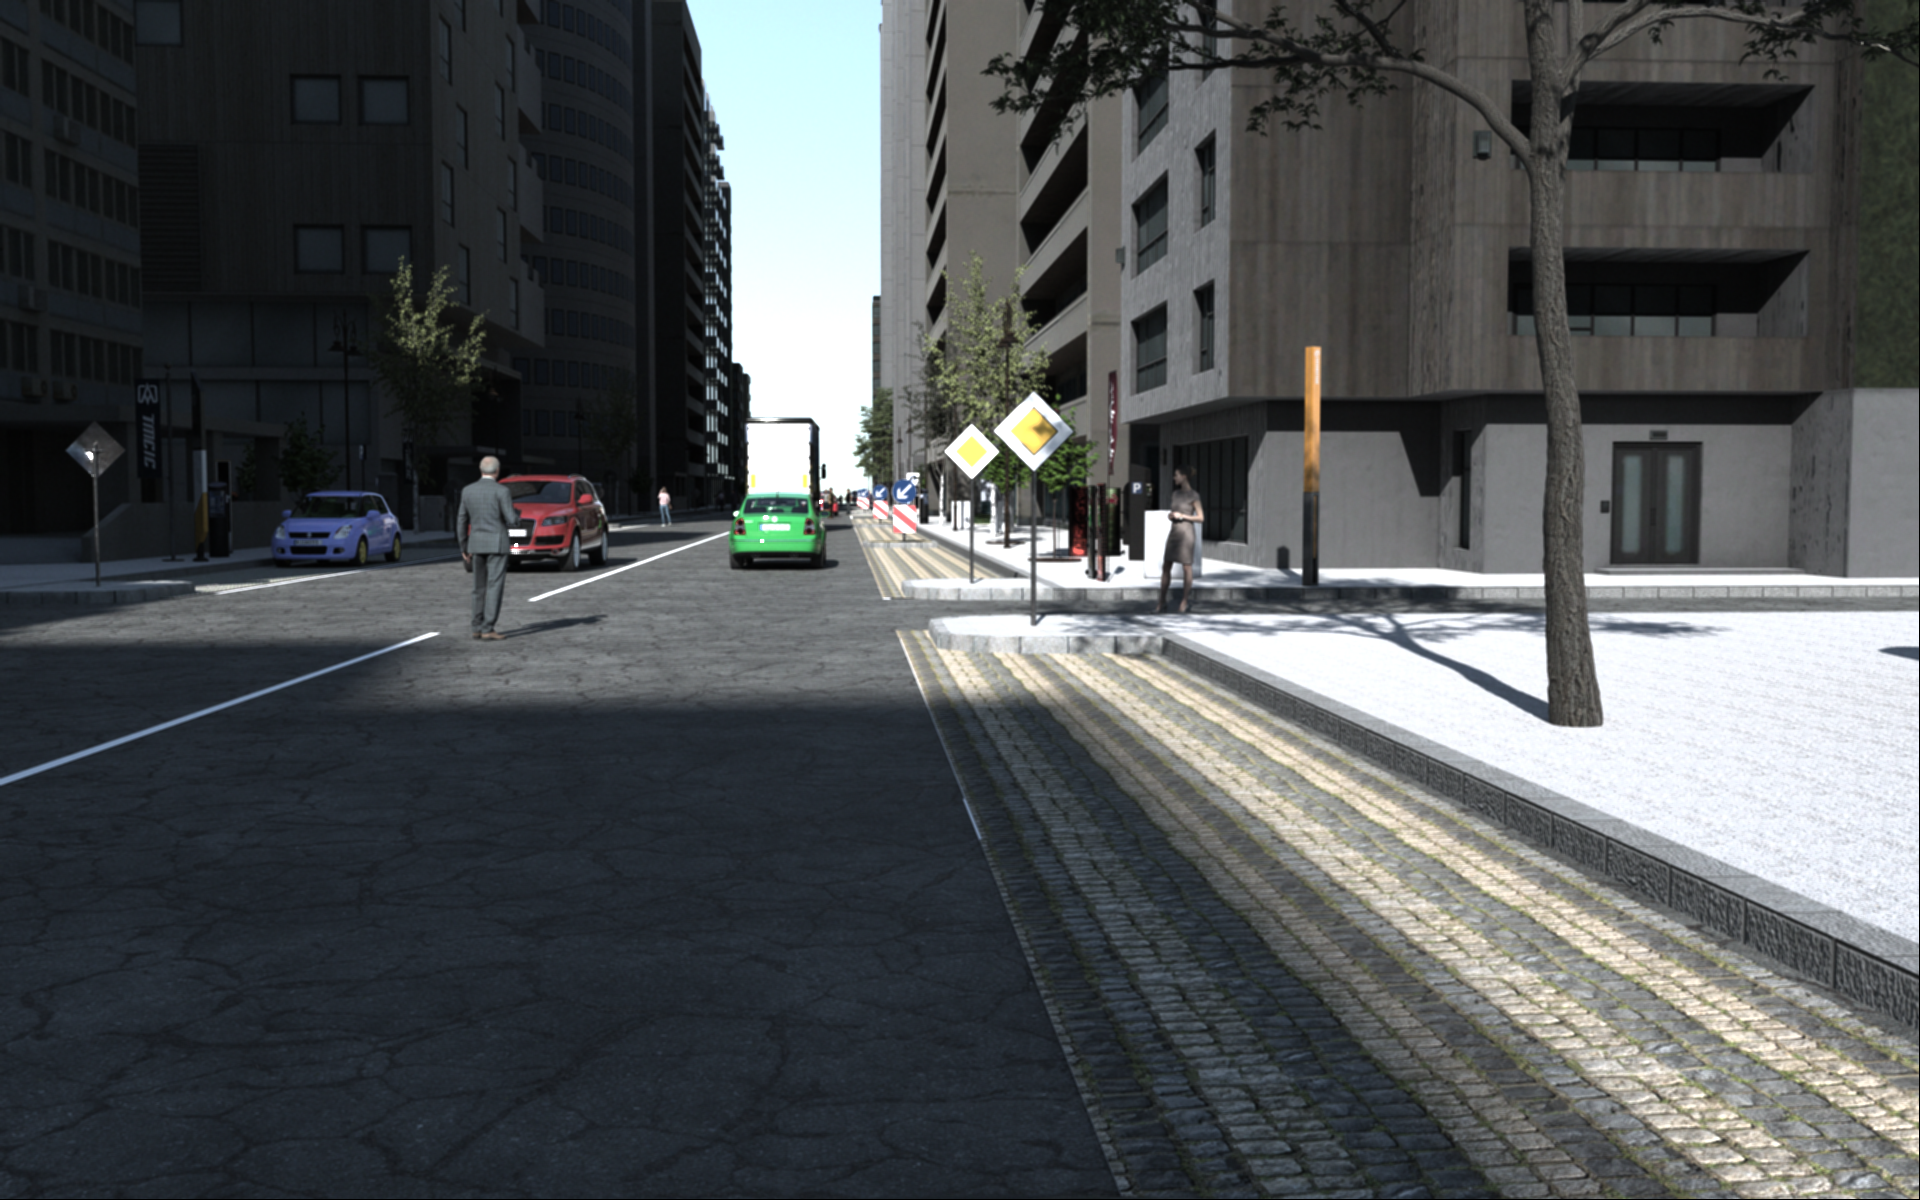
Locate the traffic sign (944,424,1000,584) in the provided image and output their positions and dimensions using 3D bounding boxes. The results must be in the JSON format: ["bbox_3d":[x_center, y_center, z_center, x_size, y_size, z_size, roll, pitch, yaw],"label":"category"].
[{"bbox_3d":[0.166,-1.292,24.773,0.795,2.450,0.064,0,4,-4],"label":"traffic sign"}]

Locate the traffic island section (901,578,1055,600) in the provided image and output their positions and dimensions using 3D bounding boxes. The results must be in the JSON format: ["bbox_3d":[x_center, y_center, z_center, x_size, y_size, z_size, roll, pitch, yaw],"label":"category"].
[{"bbox_3d":[0.189,-0.157,24.852,2.009,0.180,2.903,0,4,-4],"label":"traffic island section"}]

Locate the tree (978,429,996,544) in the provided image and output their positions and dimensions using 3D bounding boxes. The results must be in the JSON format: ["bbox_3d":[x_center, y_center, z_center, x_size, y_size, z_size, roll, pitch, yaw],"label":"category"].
[{"bbox_3d":[1.296,-3.065,44.716,1.663,3.219,1.824,0,3,0],"label":"tree"}]

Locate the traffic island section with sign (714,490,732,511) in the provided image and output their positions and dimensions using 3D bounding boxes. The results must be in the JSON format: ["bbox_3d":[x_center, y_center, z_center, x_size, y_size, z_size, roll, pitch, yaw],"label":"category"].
[{"bbox_3d":[-20.642,-8.658,150.180,1.989,1.847,2.006,0,4,-4],"label":"traffic island section with sign"}]

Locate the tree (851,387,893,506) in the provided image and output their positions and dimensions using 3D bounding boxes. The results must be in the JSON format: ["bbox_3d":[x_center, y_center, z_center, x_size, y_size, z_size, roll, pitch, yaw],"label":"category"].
[{"bbox_3d":[-7.720,-16.245,183.728,7.486,12.596,7.792,0,3,0],"label":"tree"}]

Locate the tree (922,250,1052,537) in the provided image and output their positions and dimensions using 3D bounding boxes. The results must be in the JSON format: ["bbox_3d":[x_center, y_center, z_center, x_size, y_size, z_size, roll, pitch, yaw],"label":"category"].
[{"bbox_3d":[0.974,-6.210,51.904,4.737,8.622,4.395,0,3,0],"label":"tree"}]

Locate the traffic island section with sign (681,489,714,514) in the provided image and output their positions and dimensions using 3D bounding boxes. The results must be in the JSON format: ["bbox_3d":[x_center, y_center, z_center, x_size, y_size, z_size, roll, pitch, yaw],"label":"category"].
[{"bbox_3d":[-18.788,-7.013,123.289,1.989,1.847,2.006,0,4,-4],"label":"traffic island section with sign"}]

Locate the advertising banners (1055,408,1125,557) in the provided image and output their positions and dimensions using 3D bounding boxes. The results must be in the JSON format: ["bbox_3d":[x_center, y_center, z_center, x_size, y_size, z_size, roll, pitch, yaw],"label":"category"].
[{"bbox_3d":[2.466,-2.396,35.358,2.074,3.025,0.090,-2,4,-27],"label":"advertising banners"}]

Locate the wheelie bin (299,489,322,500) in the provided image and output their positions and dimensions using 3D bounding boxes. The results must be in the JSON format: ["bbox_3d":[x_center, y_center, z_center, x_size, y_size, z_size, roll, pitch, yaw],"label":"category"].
[{"bbox_3d":[-23.304,-3.324,62.259,0.693,1.594,0.980,-3,5,-41],"label":"wheelie bin"}]

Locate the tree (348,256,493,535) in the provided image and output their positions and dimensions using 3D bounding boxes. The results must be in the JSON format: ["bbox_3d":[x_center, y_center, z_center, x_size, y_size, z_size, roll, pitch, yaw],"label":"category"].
[{"bbox_3d":[-16.987,-6.379,54.654,4.737,8.622,4.395,0,3,0],"label":"tree"}]

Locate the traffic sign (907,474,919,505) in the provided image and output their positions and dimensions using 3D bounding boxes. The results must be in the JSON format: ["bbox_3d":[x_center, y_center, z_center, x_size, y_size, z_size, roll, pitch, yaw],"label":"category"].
[{"bbox_3d":[-2.283,-5.039,84.514,0.606,2.300,0.079,0,4,5],"label":"traffic sign"}]

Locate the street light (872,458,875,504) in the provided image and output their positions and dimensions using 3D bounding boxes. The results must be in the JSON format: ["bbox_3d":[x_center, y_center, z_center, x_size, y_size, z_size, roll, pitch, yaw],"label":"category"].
[{"bbox_3d":[-9.840,-13.909,200.204,0.468,5.910,1.993,0,4,-4],"label":"street light"}]

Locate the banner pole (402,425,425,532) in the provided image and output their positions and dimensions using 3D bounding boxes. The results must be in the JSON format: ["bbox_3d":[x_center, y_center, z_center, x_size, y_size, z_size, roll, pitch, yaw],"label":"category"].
[{"bbox_3d":[-18.373,-4.164,58.096,0.863,3.779,0.401,2,4,24],"label":"banner pole"}]

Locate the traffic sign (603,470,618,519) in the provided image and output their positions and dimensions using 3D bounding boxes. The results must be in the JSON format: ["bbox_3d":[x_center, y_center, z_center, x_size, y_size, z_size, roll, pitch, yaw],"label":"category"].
[{"bbox_3d":[-18.183,-5.502,90.057,0.768,2.556,0.104,0,4,5],"label":"traffic sign"}]

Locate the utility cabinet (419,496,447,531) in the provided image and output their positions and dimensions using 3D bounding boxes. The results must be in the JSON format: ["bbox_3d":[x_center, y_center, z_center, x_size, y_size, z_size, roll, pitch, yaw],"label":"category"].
[{"bbox_3d":[-18.320,-3.004,60.277,0.306,1.237,1.020,2,4,29],"label":"utility cabinet"}]

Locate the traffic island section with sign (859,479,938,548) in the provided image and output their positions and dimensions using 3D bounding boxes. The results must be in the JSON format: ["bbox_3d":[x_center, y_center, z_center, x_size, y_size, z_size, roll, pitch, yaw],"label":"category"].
[{"bbox_3d":[-1.633,-2.329,46.702,1.989,1.847,2.006,0,4,-4],"label":"traffic island section with sign"}]

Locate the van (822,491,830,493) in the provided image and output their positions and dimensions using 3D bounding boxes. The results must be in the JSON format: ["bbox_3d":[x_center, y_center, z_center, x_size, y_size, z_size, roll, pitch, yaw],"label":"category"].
[{"bbox_3d":[-17.714,-13.632,229.894,2.013,2.044,4.112,0,4,-4],"label":"van"}]

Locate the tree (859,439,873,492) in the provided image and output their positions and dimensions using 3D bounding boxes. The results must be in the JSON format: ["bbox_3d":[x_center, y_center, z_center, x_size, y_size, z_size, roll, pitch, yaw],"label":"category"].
[{"bbox_3d":[-9.101,-14.703,190.754,4.360,8.622,3.978,0,3,0],"label":"tree"}]

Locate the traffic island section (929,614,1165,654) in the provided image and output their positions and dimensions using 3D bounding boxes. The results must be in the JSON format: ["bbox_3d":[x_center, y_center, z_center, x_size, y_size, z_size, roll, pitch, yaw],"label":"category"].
[{"bbox_3d":[0.735,0.330,16.886,2.009,0.180,2.903,0,4,-4],"label":"traffic island section"}]

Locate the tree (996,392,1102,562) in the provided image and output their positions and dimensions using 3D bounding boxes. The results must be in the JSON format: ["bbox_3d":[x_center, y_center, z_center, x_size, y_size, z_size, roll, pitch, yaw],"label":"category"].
[{"bbox_3d":[1.932,-2.348,32.989,1.663,3.219,1.824,0,3,0],"label":"tree"}]

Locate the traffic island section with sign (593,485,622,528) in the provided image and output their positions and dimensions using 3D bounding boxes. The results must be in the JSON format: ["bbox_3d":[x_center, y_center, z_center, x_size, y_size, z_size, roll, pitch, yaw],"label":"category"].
[{"bbox_3d":[-15.353,-3.944,73.105,1.989,1.847,2.006,0,4,-4],"label":"traffic island section with sign"}]

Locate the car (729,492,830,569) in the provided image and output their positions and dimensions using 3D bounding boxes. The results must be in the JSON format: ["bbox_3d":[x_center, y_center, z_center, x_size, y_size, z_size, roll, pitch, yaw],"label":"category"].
[{"bbox_3d":[-3.562,-1.561,34.324,1.959,1.807,4.718,0,4,-3],"label":"car"}]

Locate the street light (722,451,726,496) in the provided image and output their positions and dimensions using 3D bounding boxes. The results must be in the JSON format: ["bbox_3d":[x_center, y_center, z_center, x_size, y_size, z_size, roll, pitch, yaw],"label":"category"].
[{"bbox_3d":[-24.934,-12.877,183.325,0.468,5.910,1.993,0,4,-4],"label":"street light"}]

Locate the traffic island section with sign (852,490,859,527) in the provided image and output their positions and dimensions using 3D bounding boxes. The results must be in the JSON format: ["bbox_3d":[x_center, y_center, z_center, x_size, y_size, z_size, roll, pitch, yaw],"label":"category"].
[{"bbox_3d":[-3.550,-4.028,74.490,1.989,1.847,2.006,0,4,-4],"label":"traffic island section with sign"}]

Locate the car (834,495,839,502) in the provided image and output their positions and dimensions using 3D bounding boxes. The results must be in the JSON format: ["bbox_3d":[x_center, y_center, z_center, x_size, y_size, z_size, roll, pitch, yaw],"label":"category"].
[{"bbox_3d":[-11.433,-8.460,150.321,2.014,1.417,4.499,0,4,-4],"label":"car"}]

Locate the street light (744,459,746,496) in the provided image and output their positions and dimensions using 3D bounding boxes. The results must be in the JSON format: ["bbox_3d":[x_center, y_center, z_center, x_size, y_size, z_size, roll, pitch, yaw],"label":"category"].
[{"bbox_3d":[-27.572,-15.261,222.296,0.468,5.910,1.993,0,4,-4],"label":"street light"}]

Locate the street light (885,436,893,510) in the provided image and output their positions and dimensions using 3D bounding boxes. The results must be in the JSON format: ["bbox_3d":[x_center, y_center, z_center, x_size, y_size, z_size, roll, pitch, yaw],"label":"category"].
[{"bbox_3d":[-5.511,-10.060,137.276,0.468,5.910,1.993,0,4,-4],"label":"street light"}]

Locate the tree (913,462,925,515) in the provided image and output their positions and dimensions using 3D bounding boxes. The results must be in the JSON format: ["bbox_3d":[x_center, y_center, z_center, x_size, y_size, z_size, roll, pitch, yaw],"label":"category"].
[{"bbox_3d":[-2.326,-6.690,103.988,1.663,3.219,1.824,0,3,0],"label":"tree"}]

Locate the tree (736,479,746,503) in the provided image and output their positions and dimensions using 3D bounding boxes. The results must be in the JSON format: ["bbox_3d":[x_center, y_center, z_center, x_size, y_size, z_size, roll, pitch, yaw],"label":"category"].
[{"bbox_3d":[-28.105,-14.121,225.479,1.663,3.219,1.824,0,3,0],"label":"tree"}]

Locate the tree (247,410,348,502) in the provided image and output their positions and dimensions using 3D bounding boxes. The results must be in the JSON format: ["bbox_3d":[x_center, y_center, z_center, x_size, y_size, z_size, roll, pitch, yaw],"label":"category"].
[{"bbox_3d":[-15.112,-2.764,39.794,1.663,3.219,1.824,0,3,0],"label":"tree"}]

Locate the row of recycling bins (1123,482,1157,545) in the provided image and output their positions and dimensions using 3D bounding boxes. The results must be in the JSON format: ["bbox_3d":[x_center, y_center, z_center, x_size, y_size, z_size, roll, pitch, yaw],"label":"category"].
[{"bbox_3d":[5.872,-2.240,43.730,3.534,1.692,1.069,0,4,-1],"label":"row of recycling bins"}]

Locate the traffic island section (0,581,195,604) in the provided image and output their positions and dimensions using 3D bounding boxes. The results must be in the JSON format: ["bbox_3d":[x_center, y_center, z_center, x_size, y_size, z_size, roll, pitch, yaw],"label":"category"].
[{"bbox_3d":[-11.974,-0.107,24.026,2.009,0.180,2.903,0,4,-4],"label":"traffic island section"}]

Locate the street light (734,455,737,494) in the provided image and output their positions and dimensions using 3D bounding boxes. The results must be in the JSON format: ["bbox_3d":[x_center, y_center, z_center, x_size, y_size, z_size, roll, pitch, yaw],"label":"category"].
[{"bbox_3d":[-26.273,-14.072,202.859,0.468,5.910,1.993,0,4,-4],"label":"street light"}]

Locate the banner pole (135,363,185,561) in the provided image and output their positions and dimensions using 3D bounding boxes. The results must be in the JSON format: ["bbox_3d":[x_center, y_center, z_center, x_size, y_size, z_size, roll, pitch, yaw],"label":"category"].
[{"bbox_3d":[-15.301,-2.632,33.053,0.863,3.779,0.401,0,4,-3],"label":"banner pole"}]

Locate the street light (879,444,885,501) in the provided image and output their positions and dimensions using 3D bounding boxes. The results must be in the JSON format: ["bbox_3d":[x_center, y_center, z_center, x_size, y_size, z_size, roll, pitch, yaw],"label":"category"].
[{"bbox_3d":[-6.793,-11.240,156.565,0.468,5.910,1.993,0,4,-4],"label":"street light"}]

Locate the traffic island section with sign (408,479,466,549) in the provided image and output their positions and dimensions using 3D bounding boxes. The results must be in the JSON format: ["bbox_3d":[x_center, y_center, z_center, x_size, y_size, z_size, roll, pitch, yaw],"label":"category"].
[{"bbox_3d":[-13.510,-2.299,46.213,1.989,1.847,2.006,0,4,-4],"label":"traffic island section with sign"}]

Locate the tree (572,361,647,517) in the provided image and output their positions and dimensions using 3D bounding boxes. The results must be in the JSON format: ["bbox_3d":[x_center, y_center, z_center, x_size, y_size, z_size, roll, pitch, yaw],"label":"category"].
[{"bbox_3d":[-19.202,-8.927,96.325,4.737,8.622,4.395,0,3,0],"label":"tree"}]

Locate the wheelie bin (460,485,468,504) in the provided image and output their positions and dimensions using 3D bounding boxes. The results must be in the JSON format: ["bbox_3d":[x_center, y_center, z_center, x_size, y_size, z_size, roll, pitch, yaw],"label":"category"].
[{"bbox_3d":[-16.933,-3.195,60.149,0.980,1.594,0.693,2,4,28],"label":"wheelie bin"}]

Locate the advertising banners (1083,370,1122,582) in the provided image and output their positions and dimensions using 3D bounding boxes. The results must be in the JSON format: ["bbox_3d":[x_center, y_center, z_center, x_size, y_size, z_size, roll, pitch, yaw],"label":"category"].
[{"bbox_3d":[2.086,-1.796,25.551,0.090,3.025,2.074,0,4,-6],"label":"advertising banners"}]

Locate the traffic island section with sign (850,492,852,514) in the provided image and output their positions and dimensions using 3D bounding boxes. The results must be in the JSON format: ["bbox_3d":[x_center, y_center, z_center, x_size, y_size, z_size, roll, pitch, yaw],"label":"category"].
[{"bbox_3d":[-6.974,-7.082,124.410,1.989,1.847,2.006,0,4,-4],"label":"traffic island section with sign"}]

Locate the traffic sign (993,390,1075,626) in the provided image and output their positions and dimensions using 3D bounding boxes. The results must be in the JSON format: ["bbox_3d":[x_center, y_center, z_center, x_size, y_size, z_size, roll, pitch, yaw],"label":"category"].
[{"bbox_3d":[0.712,-0.805,16.807,0.795,2.450,0.064,0,4,-4],"label":"traffic sign"}]

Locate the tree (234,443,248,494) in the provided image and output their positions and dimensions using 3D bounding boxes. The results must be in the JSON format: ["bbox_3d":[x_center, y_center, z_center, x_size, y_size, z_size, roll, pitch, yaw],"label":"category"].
[{"bbox_3d":[-22.905,-3.767,56.198,1.663,3.219,1.824,0,3,0],"label":"tree"}]

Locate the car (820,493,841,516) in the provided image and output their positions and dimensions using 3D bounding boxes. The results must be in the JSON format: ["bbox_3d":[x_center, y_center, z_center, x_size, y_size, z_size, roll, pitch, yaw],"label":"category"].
[{"bbox_3d":[-8.833,-6.334,112.607,2.155,1.783,4.494,0,4,-6],"label":"car"}]

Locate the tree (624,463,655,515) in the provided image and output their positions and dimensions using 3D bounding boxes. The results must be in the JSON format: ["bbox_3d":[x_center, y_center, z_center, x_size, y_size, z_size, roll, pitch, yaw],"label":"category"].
[{"bbox_3d":[-19.881,-6.948,108.208,1.663,3.219,1.824,0,3,0],"label":"tree"}]

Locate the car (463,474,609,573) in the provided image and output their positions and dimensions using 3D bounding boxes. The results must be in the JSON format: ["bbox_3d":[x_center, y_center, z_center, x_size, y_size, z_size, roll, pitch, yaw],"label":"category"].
[{"bbox_3d":[-8.094,-1.510,33.358,2.281,1.827,5.304,0,4,-2],"label":"car"}]

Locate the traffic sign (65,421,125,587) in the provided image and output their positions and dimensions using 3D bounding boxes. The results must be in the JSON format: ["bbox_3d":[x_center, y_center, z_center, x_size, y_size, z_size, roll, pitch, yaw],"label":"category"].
[{"bbox_3d":[-11.951,-1.243,23.966,0.795,2.450,0.064,0,4,-4],"label":"traffic sign"}]

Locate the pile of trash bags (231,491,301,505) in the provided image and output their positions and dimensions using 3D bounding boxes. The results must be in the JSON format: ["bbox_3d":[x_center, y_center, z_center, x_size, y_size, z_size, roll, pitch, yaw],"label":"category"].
[{"bbox_3d":[-23.604,-3.041,59.473,3.447,1.369,1.912,-3,5,-42],"label":"pile of trash bags"}]

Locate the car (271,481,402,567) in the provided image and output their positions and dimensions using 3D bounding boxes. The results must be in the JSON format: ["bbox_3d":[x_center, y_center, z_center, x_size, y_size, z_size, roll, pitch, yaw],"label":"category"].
[{"bbox_3d":[-12.562,-1.552,34.959,1.945,1.707,3.694,0,4,-2],"label":"car"}]

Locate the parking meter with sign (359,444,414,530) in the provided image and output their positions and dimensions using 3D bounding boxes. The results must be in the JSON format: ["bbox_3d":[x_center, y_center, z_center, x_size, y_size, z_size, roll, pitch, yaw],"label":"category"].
[{"bbox_3d":[-20.314,-3.985,61.421,1.738,3.016,0.543,-2,4,-34],"label":"parking meter with sign"}]

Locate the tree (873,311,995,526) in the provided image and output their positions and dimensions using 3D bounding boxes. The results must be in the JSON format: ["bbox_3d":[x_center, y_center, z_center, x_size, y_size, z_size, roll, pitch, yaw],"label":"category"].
[{"bbox_3d":[-0.680,-7.325,70.133,4.360,8.622,3.978,0,3,0],"label":"tree"}]

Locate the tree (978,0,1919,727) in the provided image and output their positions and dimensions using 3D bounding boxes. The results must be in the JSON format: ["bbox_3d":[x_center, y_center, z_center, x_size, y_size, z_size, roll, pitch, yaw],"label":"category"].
[{"bbox_3d":[3.149,-4.594,9.533,7.601,10.594,8.767,2,4,31],"label":"tree"}]
